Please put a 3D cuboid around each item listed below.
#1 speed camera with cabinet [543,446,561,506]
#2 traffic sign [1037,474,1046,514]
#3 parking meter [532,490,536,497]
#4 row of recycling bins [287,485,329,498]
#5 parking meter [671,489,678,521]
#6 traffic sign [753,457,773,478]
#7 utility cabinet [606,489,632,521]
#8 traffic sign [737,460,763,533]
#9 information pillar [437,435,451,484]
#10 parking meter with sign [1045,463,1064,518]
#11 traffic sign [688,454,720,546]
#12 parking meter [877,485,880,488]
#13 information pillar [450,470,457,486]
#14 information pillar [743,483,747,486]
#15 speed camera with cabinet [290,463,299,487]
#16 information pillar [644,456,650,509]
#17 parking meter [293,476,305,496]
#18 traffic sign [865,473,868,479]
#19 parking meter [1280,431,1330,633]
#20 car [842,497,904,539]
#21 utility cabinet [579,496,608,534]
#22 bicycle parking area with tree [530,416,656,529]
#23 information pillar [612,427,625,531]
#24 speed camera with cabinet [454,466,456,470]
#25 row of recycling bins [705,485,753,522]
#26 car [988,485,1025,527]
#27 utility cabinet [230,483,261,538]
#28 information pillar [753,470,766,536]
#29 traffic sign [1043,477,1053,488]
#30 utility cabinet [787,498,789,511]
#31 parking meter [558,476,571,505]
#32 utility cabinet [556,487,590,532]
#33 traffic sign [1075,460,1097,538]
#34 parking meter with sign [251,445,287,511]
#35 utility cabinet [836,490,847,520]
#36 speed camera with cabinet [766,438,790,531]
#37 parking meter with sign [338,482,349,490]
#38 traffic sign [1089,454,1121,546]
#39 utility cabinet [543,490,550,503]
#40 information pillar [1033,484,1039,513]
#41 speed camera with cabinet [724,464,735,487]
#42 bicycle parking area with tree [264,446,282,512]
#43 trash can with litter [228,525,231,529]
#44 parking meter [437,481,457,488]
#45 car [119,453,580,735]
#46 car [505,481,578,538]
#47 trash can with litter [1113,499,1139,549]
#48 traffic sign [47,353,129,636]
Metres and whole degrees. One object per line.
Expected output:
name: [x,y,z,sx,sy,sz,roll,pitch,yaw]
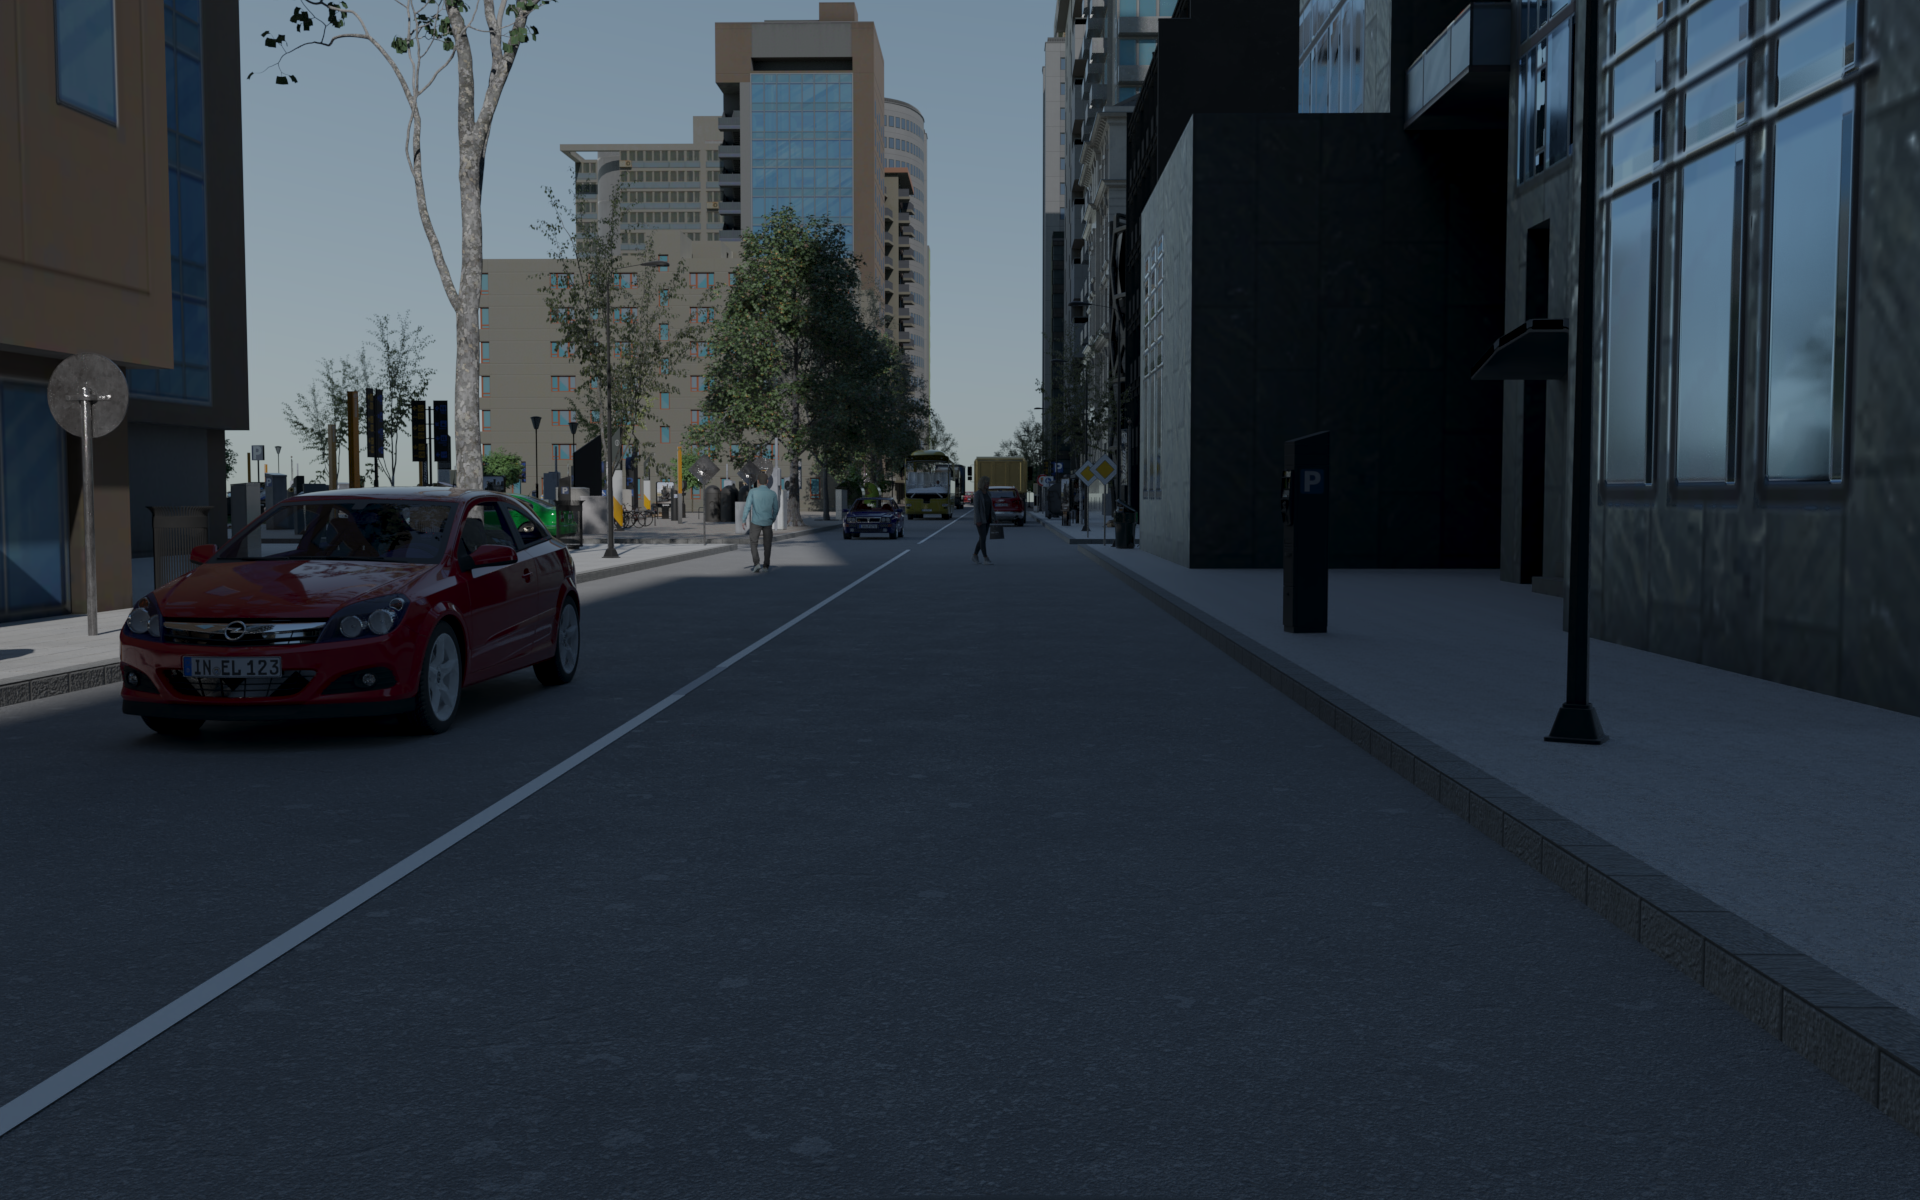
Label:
speed camera with cabinet: [-16.848,-4.763,72.218,0.660,3.252,2.038,0,4,1]
traffic sign: [5.357,-6.836,111.879,0.768,2.556,0.104,0,4,8]
parking meter: [-27.883,-6.432,113.568,0.372,1.533,0.369,0,3,0]
row of recycling bins: [-28.738,-4.266,76.856,3.534,1.692,1.069,3,5,42]
parking meter: [-13.674,-4.563,83.014,0.372,1.533,0.369,0,3,0]
traffic sign: [-6.826,-3.653,59.830,0.768,2.556,0.104,0,4,2]
utility cabinet: [-16.203,-4.506,82.344,1.173,1.500,0.318,-3,4,-39]
traffic sign: [-6.186,-2.901,51.067,0.795,2.450,0.064,0,4,1]
information pillar: [-17.372,-4.096,58.318,0.504,3.616,0.183,-3,5,-40]
parking meter with sign: [5.158,-6.058,95.316,0.543,3.016,1.738,1,4,22]
traffic sign: [-6.359,-2.412,43.083,0.795,2.450,0.064,0,4,1]
parking meter: [-5.119,-6.189,106.896,0.255,1.863,0.399,3,4,38]
information pillar: [-15.199,-2.929,52.377,0.304,2.012,0.304,2,4,32]
information pillar: [-14.551,-6.854,116.555,0.304,2.012,0.304,1,4,22]
speed camera with cabinet: [-43.321,-7.158,111.368,2.038,3.252,0.660,0,4,3]
information pillar: [-19.270,-7.053,106.677,0.504,3.616,0.183,2,4,35]
parking meter: [-20.874,-2.998,54.728,0.255,1.863,0.399,-3,4,-38]
traffic sign: [-5.729,-6.456,105.555,0.884,2.594,0.081,0,4,5]
parking meter: [3.191,-0.631,16.031,0.399,1.863,0.255,-1,4,-10]
car: [-2.776,-2.654,55.965,1.945,1.354,3.894,0,4,3]
utility cabinet: [-11.780,-2.745,56.038,1.020,1.237,0.306,-1,4,-16]
bicycle parking area with tree: [-15.667,-4.868,66.587,9.016,4.147,8.231,1,4,16]
information pillar: [-11.977,-4.228,60.475,0.504,3.616,0.183,3,4,36]
speed camera with cabinet: [-35.690,-7.813,122.071,0.660,3.252,2.038,-1,4,-9]
row of recycling bins: [-10.148,-4.442,79.741,3.534,1.692,1.069,1,4,16]
car: [1.784,-4.221,77.683,2.281,1.827,5.304,0,4,0]
utility cabinet: [-13.977,-1.542,33.884,0.318,1.500,1.173,-1,4,-10]
information pillar: [-6.165,-2.985,53.292,0.304,2.012,0.304,-3,4,-38]
traffic sign: [5.112,-6.008,100.365,0.606,2.300,0.079,0,4,7]
utility cabinet: [-9.622,-5.292,97.689,1.020,1.237,0.306,-2,4,-27]
parking meter: [-12.634,-3.034,55.311,0.399,1.863,0.255,-1,4,-17]
utility cabinet: [-12.831,-2.984,57.463,0.318,1.500,1.173,3,4,38]
traffic sign: [3.756,-2.886,50.831,0.795,2.450,0.064,0,4,1]
parking meter with sign: [-24.607,-4.044,62.388,0.543,3.016,1.738,2,4,25]
utility cabinet: [-5.837,-4.697,85.483,0.318,1.500,1.173,-1,4,-18]
speed camera with cabinet: [-6.605,-4.118,61.661,0.660,3.252,2.038,0,4,3]
parking meter with sign: [-40.358,-7.168,113.453,1.738,3.016,0.543,-3,5,-40]
traffic sign: [3.582,-2.398,42.847,0.795,2.450,0.064,0,4,1]
utility cabinet: [-20.090,-4.651,84.729,0.318,1.500,1.173,-2,4,-25]
information pillar: [5.301,-7.084,120.321,0.304,2.012,0.304,2,4,26]
speed camera with cabinet: [-15.280,-7.254,112.946,0.660,3.252,2.038,1,4,16]
bicycle parking area with tree: [-41.298,-6.962,100.825,9.016,4.147,8.231,2,4,31]
trash can with litter: [-27.071,-3.265,64.443,2.233,1.210,1.678,1,4,10]
parking meter: [-10.094,-1.572,34.116,0.372,1.533,0.369,0,3,0]
car: [-3.902,-0.162,11.690,2.155,1.783,4.494,0,4,3]
car: [-12.895,-2.361,47.391,4.718,1.807,1.959,0,4,1]
trash can with litter: [4.128,-1.792,40.680,1.055,1.170,0.624,1,4,13]
traffic sign: [-7.866,-0.950,15.633,0.768,2.556,0.104,0,4,5]
